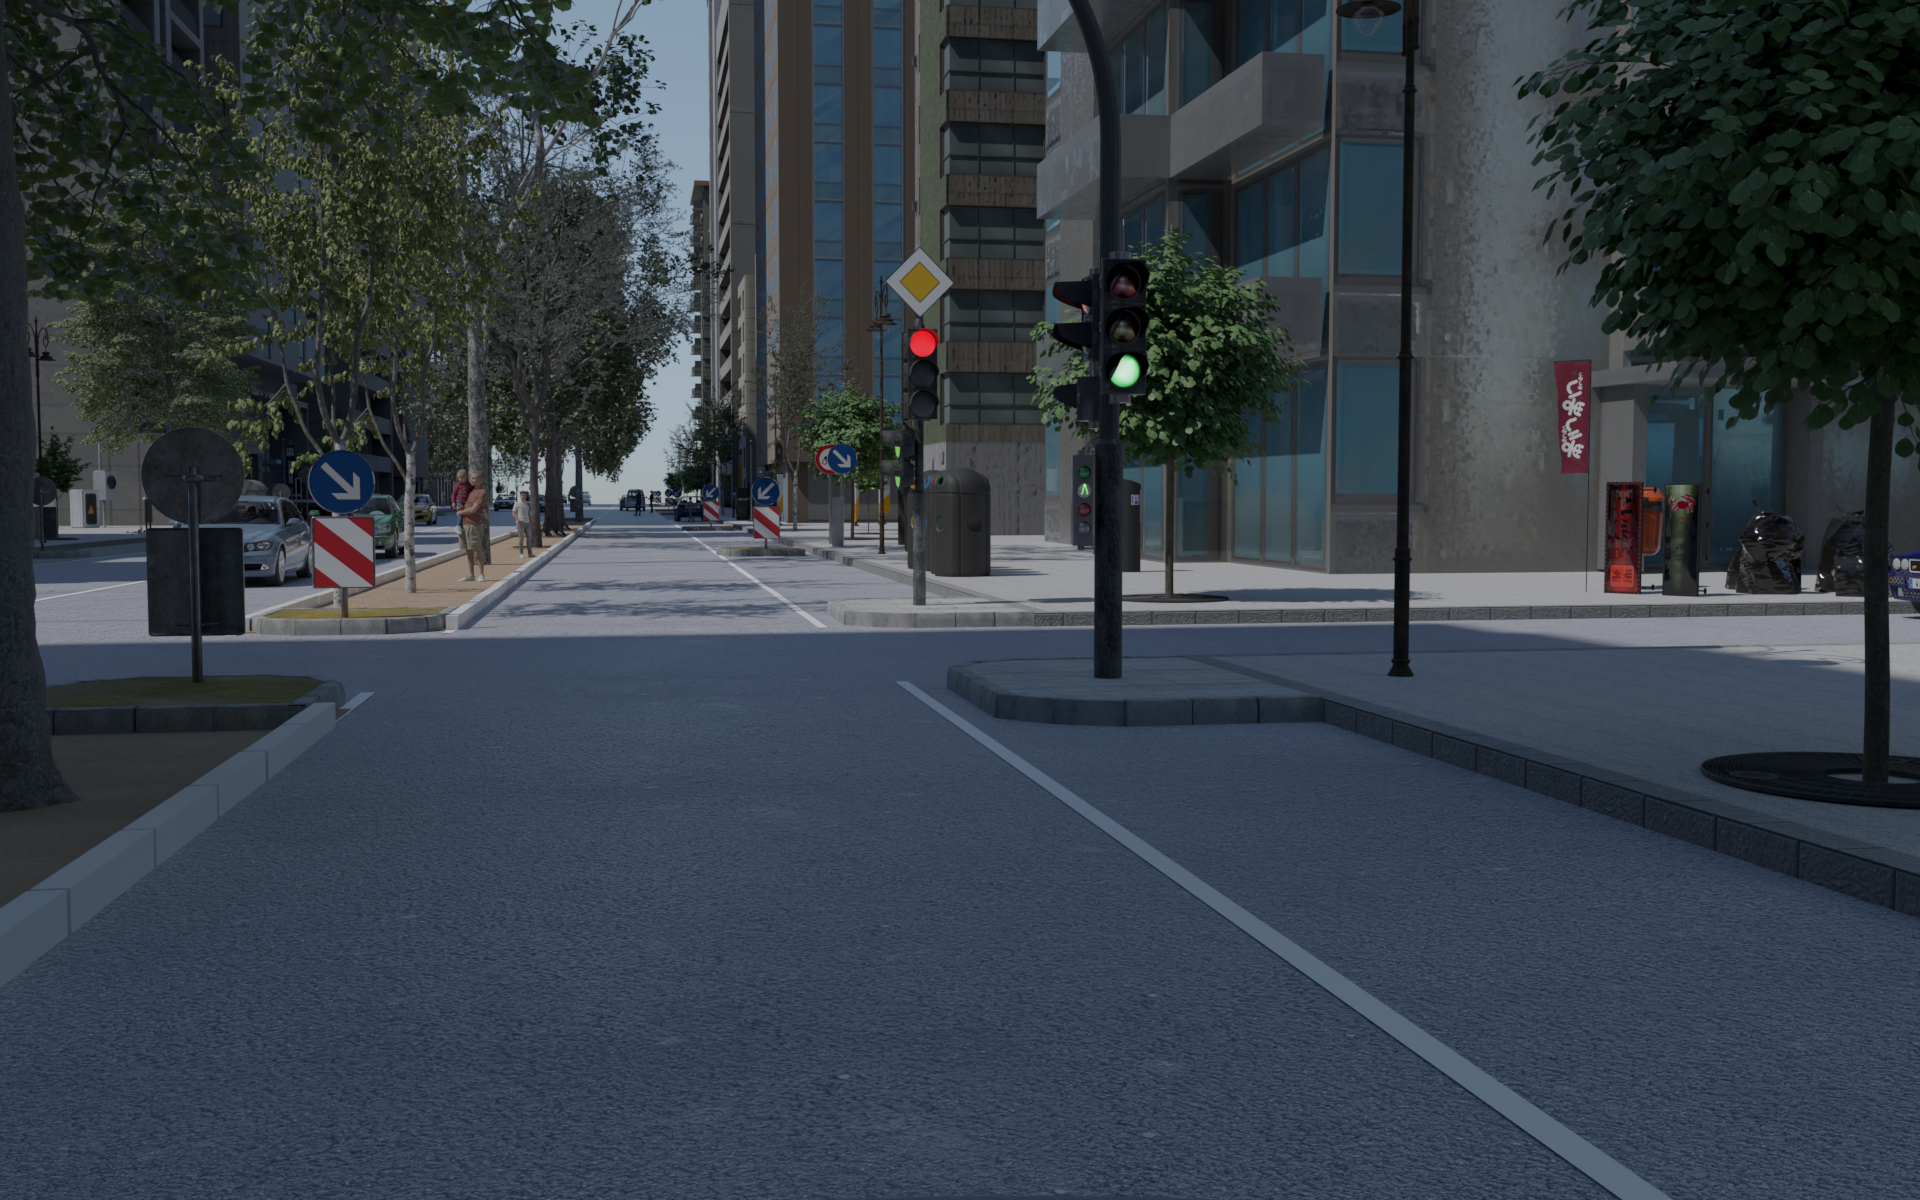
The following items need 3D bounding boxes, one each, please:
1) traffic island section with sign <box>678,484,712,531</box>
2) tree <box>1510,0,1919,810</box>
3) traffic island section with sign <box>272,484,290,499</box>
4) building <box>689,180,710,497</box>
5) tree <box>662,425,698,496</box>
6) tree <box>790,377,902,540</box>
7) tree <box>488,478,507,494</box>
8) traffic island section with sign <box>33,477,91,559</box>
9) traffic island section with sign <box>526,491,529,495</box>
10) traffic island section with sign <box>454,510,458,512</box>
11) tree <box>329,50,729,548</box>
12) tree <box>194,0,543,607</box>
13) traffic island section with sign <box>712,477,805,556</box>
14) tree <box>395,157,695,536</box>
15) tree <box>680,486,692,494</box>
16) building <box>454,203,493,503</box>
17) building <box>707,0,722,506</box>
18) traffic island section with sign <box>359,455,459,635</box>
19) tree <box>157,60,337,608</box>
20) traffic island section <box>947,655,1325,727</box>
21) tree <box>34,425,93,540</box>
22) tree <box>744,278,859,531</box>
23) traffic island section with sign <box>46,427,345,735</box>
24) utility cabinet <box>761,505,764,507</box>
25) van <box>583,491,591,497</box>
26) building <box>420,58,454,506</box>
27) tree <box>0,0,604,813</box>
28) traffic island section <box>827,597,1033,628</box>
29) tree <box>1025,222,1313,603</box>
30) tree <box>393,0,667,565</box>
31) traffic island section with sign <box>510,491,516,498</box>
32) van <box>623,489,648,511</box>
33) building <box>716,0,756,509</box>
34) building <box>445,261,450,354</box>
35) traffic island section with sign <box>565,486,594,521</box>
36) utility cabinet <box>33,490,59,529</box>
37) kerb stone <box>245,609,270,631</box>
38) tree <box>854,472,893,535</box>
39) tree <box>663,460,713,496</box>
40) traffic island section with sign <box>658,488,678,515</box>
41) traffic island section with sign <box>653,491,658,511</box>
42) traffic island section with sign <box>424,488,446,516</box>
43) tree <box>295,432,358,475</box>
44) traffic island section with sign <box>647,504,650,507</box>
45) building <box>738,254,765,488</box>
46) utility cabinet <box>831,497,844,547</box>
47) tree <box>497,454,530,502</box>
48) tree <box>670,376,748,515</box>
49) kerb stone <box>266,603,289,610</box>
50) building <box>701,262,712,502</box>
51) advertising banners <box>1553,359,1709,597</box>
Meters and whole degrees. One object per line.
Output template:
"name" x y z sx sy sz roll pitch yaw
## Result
"traffic island section with sign" -9.945 -3.644 68.207 1.989 1.847 2.006 -1 4 -11
"tree" 4.162 -1.460 7.587 4.285 4.588 4.351 0 3 0
"traffic island section with sign" -25.865 -3.505 65.931 1.989 1.847 2.006 -1 4 -11
"building" -25.831 -35.736 238.906 22.147 44.769 28.867 -1 4 -11
"tree" -28.907 -14.091 180.752 4.360 8.622 3.978 0 3 0
"tree" -3.100 -3.966 48.556 4.285 4.588 4.351 0 3 0
"tree" -55.666 -13.127 209.219 1.663 3.219 1.824 0 3 0
"traffic island section with sign" -20.720 -1.847 38.832 1.989 1.847 2.006 -1 4 -11
"traffic island section with sign" -55.662 -13.101 222.833 1.989 1.847 2.006 -1 4 -11
"traffic island section with sign" -40.203 -8.122 141.429 1.989 1.847 2.006 -1 4 -11
"tree" -11.351 -8.135 45.842 12.009 13.543 11.850 0 3 0
"tree" -7.993 -4.409 24.903 4.737 8.622 4.395 0 3 0
"traffic island section with sign" -4.736 -1.970 40.830 1.989 1.847 2.006 -1 4 -11
"tree" -13.813 -8.489 58.264 9.611 12.733 9.660 0 3 0
"tree" -31.567 -12.590 200.454 1.663 3.219 1.824 0 3 0
"building" -71.206 -33.666 234.038 14.154 41.232 14.086 -1 4 -11
"building" -17.803 -40.042 196.680 21.231 58.520 28.212 -1 4 -11
"traffic island section with sign" -6.482 -0.634 18.500 2.006 1.907 1.989 -1 4 -11
"tree" -7.101 -4.084 19.585 4.737 8.622 4.395 0 3 0
"traffic island section" 1.045 0.620 12.141 2.009 0.180 2.903 -1 4 -11
"tree" -25.402 -3.302 48.587 1.663 3.219 1.824 0 3 0
"tree" -5.634 -6.714 60.130 4.360 8.622 3.978 0 3 0
"traffic island section with sign" -5.110 -0.189 11.221 2.006 1.907 1.989 -1 4 -11
"utility cabinet" -10.420 -5.081 94.242 0.306 1.237 1.020 3 5 44
"van" -52.326 -14.313 241.025 2.013 2.044 4.112 -1 4 -9
"building" -66.787 -34.703 187.002 23.786 49.044 30.456 -1 4 -11
"tree" -4.179 -5.295 7.158 7.486 12.596 7.792 0 3 0
"traffic island section" -0.445 0.140 19.986 2.009 0.180 2.903 -1 4 -11
"tree" 2.614 -2.273 20.877 4.285 4.588 4.351 0 3 0
"tree" -8.298 -10.719 33.609 12.611 20.169 13.585 0 3 0
"traffic island section with sign" -50.535 -11.451 195.856 1.989 1.847 2.006 -1 4 -11
"van" -27.437 -8.527 146.433 2.013 2.044 4.112 -1 4 -11
"building" -10.667 -32.616 156.973 21.300 48.544 21.600 -1 4 -11
"building" -75.812 -31.886 213.221 32.217 40.220 23.993 -1 4 -11
"traffic island section with sign" -20.509 -5.149 92.323 2.006 1.907 1.989 -1 4 -11
"utility cabinet" -33.566 -3.334 63.194 1.173 1.500 0.318 0 4 2
"kerb stone" -7.515 0.233 18.416 0.120 0.150 1.000 -1 4 -11
"tree" -2.868 -3.692 54.964 1.663 3.219 1.824 0 3 0
"tree" -24.210 -10.743 159.355 4.285 4.588 4.351 0 3 0
"traffic island section with sign" -19.372 -6.684 117.908 1.989 1.847 2.006 -1 4 -11
"traffic island section with sign" -24.446 -8.316 144.586 1.989 1.847 2.006 -1 4 -11
"traffic island section with sign" -35.120 -6.483 114.620 1.989 1.847 2.006 -1 4 -11
"tree" -32.131 -6.413 88.572 4.285 4.588 4.351 0 3 0
"traffic island section with sign" -34.675 -11.613 198.507 1.989 1.847 2.006 -1 4 -11
"building" -2.301 -17.657 133.730 27.650 21.520 28.899 -1 4 -11
"utility cabinet" -3.010 -1.925 42.636 0.306 1.237 1.020 0 4 -3
"tree" -61.423 -17.768 240.874 4.360 8.622 3.978 0 3 0
"tree" -14.859 -9.563 106.716 4.737 8.622 4.395 0 3 0
"kerb stone" -7.714 0.170 19.418 0.120 0.150 1.000 -1 4 -11
"building" -25.470 -27.271 217.582 14.160 30.474 14.107 -1 4 -11
"advertising banners" 8.542 -1.589 22.172 0.090 3.025 2.074 -3 5 -43
